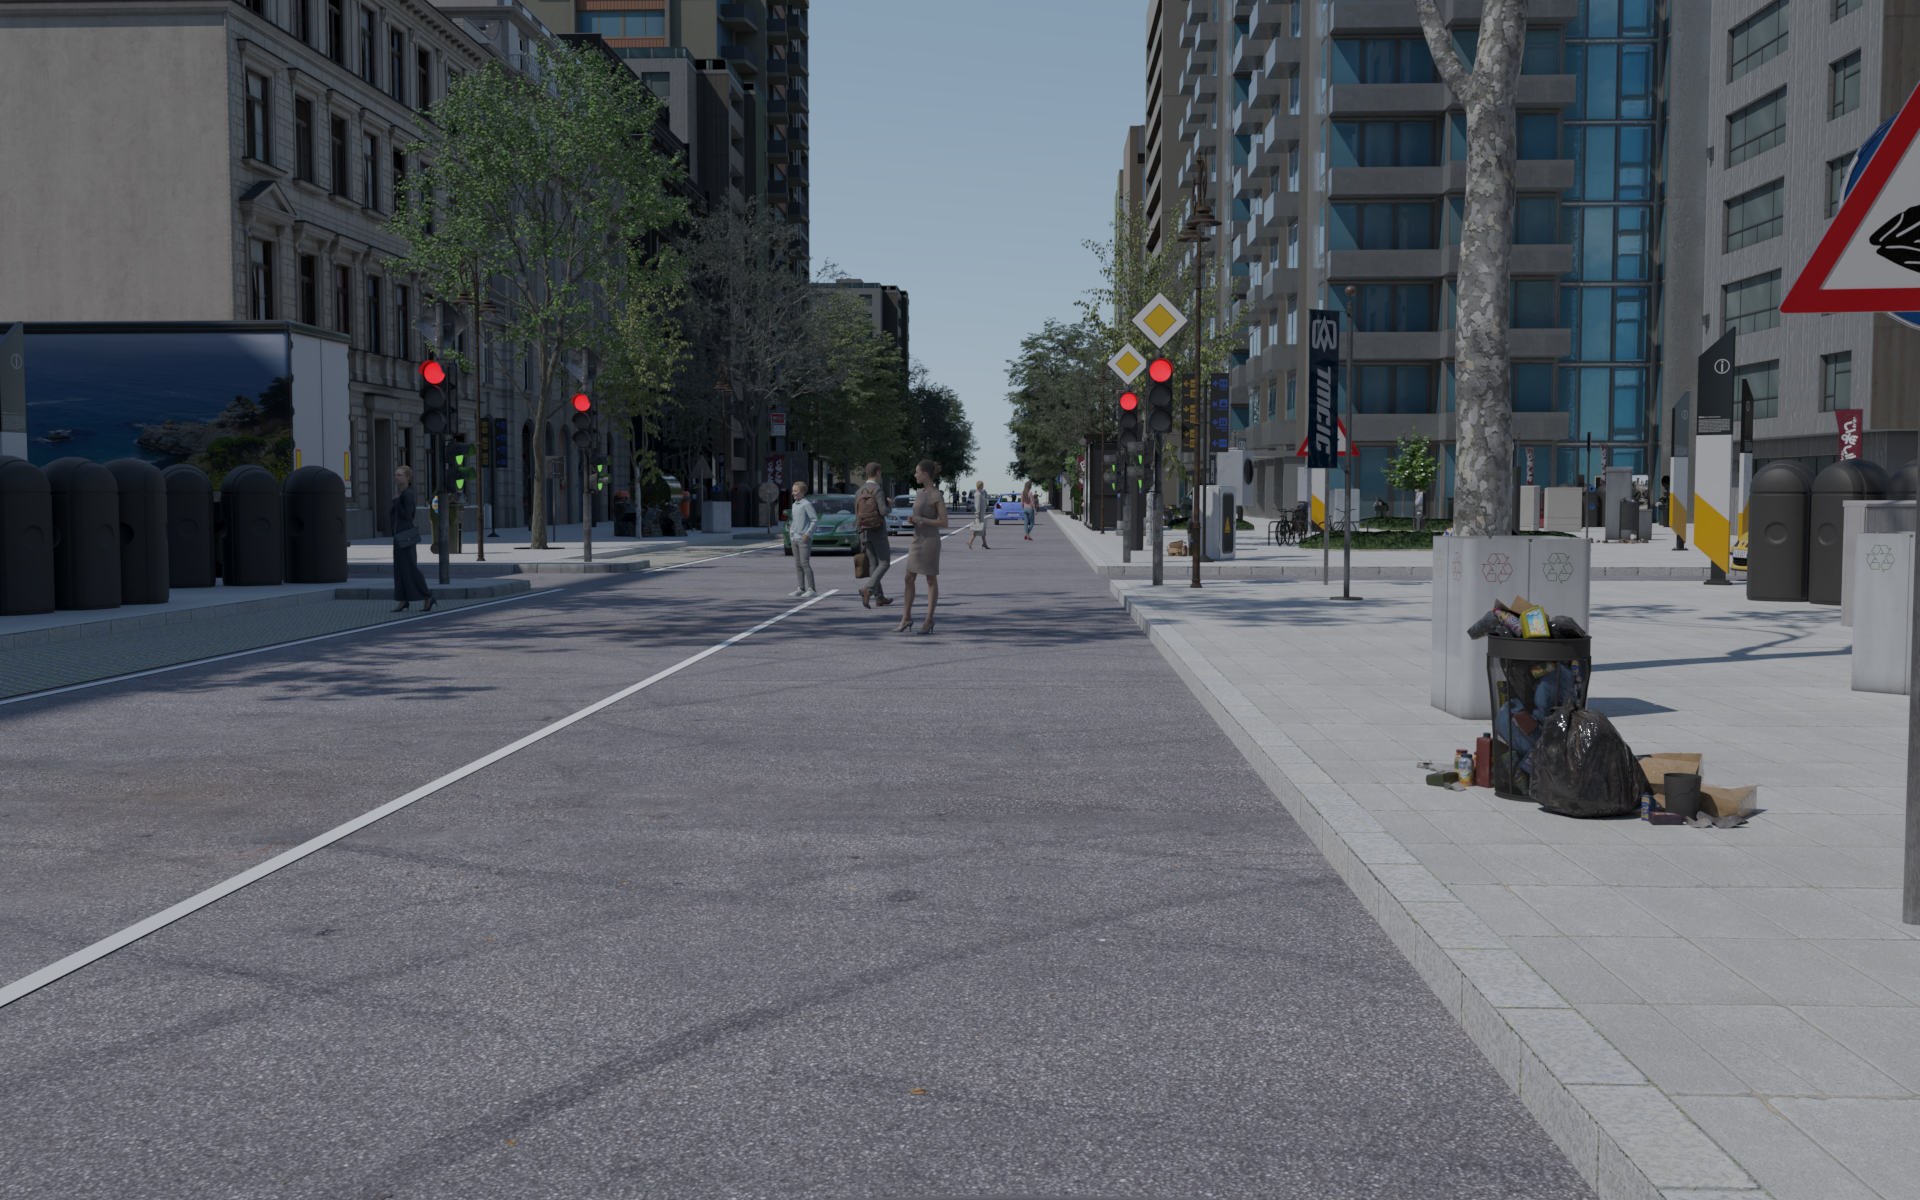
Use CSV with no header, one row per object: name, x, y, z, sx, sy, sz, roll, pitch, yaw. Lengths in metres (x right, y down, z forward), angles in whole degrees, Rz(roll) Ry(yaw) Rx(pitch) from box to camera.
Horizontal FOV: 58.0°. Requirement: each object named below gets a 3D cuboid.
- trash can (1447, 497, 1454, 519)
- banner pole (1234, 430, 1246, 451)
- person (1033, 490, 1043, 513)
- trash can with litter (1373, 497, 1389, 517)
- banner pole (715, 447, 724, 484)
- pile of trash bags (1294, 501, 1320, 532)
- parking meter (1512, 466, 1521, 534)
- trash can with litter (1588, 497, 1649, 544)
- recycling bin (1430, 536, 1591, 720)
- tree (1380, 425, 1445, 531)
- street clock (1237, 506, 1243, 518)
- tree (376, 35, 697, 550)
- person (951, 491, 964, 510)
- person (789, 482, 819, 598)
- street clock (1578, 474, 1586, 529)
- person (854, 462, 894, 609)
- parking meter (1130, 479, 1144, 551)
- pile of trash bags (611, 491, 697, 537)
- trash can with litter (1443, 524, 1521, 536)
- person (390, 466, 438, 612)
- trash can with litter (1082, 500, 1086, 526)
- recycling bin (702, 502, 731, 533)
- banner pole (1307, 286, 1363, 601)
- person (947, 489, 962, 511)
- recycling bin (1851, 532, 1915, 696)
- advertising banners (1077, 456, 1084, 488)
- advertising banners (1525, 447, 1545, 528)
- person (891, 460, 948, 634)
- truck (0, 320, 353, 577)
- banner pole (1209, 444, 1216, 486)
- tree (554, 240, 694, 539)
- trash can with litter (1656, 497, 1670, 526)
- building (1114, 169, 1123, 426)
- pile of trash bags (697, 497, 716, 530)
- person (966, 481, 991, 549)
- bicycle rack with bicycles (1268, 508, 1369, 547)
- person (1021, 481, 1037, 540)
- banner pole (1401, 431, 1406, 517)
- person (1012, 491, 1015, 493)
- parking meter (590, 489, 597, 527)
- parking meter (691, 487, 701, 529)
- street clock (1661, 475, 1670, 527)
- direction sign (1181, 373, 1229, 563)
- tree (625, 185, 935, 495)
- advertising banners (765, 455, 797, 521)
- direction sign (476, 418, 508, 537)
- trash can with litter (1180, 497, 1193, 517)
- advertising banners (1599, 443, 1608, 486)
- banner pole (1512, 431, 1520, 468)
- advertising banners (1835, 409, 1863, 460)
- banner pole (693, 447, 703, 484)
trash can,20.678,-3.711,72.327,0.748,1.137,0.748,0,3,0
banner pole,10.946,-4.766,67.943,0.863,3.779,0.401,-3,4,-37
person,6.019,-7.624,133.947,0.742,1.727,0.445,-1,4,-9
trash can with litter,16.422,-3.368,66.458,1.055,1.170,0.624,0,4,7
banner pole,-12.870,-6.296,92.960,0.863,3.779,0.401,2,4,31
pile of trash bags,12.483,-3.000,58.804,1.912,1.369,3.447,0,4,-4
parking meter,11.643,-1.895,36.691,0.399,1.863,0.255,3,4,37
trash can with litter,17.072,-2.093,45.270,2.233,1.210,1.678,-1,4,-9
recycling bin,3.215,0.147,10.158,0.722,1.027,0.722,0,4,-1
tree,12.817,-3.320,48.876,1.663,3.219,1.824,0,3,0
street clock,11.289,-3.986,69.741,0.358,2.002,0.471,-3,5,-43
tree,-9.619,-6.976,39.816,9.928,11.665,9.643,0,3,0
person,-0.210,-9.005,156.408,1.217,1.739,0.721,0,4,5
person,-2.216,-0.848,24.180,0.330,1.601,0.589,-2,4,-29
street clock,22.961,-3.638,64.055,0.358,2.002,0.471,1,4,19
person,-1.111,-0.822,21.907,0.622,1.834,0.822,3,4,37
parking meter,3.985,-2.050,39.234,0.255,1.863,0.399,2,4,28
pile of trash bags,-9.761,-2.640,52.920,1.912,1.369,3.447,-2,4,-35
trash can with litter,5.069,-0.297,16.246,1.055,1.170,0.624,-2,4,-28
person,-6.679,-0.738,20.990,0.576,1.772,0.534,3,5,42
trash can with litter,5.122,-3.551,69.448,0.624,1.170,1.055,0,4,-4
recycling bin,-8.000,-2.710,56.854,0.722,1.027,0.722,-3,5,-41
banner pole,4.490,-1.884,20.814,0.863,3.779,0.401,-2,4,-28
person,-0.450,-8.391,145.686,1.348,1.826,0.705,-1,4,-16
recycling bin,6.304,0.081,11.232,0.722,1.027,0.722,-3,5,-40
advertising banners,6.268,-5.088,79.376,2.074,3.025,0.090,2,4,32
advertising banners,21.734,-4.188,64.656,2.074,3.025,0.090,-2,4,-33
person,-0.405,-0.545,17.750,0.374,1.781,0.599,-3,4,-38
truck,-16.281,-2.478,29.436,11.283,4.237,2.839,0,4,3
banner pole,11.286,-5.303,76.716,0.863,3.779,0.401,-3,5,-42
tree,-9.414,-6.062,49.482,4.737,8.622,4.395,0,3,0
trash can with litter,28.590,-3.609,70.387,0.624,1.170,1.055,1,4,21
building,26.846,-32.821,220.224,14.154,41.232,14.086,0,4,2
pile of trash bags,-9.476,-3.140,61.091,1.912,1.369,3.447,0,4,0
person,0.477,-2.208,44.959,0.624,1.780,0.694,1,4,10
bicycle rack with bicycles,8.682,-1.805,42.893,2.852,0.926,2.925,3,5,42
person,2.142,-2.756,53.575,0.555,1.821,0.388,2,4,31
banner pole,17.632,-4.834,69.054,0.401,3.779,0.863,2,4,26
person,4.952,-9.487,164.136,0.750,1.759,0.617,-2,4,-30
parking meter,-14.227,-3.574,66.839,0.372,1.533,0.369,0,3,0
parking meter,-9.832,-3.437,64.603,0.372,1.533,0.369,0,3,0
street clock,27.221,-3.796,66.638,0.358,2.002,0.471,-2,4,-25
direction sign,4.592,-2.477,32.500,0.876,3.537,0.379,1,4,10
tree,-8.368,-9.708,69.089,12.009,13.543,11.850,0,3,0
advertising banners,-8.223,-5.219,81.523,2.074,3.025,0.090,1,4,19
direction sign,-13.904,-3.640,51.519,0.876,3.537,0.379,-2,4,-23
trash can with litter,9.568,-3.695,71.806,0.624,1.170,1.055,-1,4,-19
advertising banners,22.809,-3.927,60.397,2.074,3.025,0.090,-3,5,-40
banner pole,22.057,-4.838,69.124,0.863,3.779,0.401,-1,4,-15
advertising banners,18.928,-2.391,35.278,2.074,3.025,0.090,2,4,30
banner pole,-13.873,-6.215,91.632,0.863,3.779,0.401,3,4,37
